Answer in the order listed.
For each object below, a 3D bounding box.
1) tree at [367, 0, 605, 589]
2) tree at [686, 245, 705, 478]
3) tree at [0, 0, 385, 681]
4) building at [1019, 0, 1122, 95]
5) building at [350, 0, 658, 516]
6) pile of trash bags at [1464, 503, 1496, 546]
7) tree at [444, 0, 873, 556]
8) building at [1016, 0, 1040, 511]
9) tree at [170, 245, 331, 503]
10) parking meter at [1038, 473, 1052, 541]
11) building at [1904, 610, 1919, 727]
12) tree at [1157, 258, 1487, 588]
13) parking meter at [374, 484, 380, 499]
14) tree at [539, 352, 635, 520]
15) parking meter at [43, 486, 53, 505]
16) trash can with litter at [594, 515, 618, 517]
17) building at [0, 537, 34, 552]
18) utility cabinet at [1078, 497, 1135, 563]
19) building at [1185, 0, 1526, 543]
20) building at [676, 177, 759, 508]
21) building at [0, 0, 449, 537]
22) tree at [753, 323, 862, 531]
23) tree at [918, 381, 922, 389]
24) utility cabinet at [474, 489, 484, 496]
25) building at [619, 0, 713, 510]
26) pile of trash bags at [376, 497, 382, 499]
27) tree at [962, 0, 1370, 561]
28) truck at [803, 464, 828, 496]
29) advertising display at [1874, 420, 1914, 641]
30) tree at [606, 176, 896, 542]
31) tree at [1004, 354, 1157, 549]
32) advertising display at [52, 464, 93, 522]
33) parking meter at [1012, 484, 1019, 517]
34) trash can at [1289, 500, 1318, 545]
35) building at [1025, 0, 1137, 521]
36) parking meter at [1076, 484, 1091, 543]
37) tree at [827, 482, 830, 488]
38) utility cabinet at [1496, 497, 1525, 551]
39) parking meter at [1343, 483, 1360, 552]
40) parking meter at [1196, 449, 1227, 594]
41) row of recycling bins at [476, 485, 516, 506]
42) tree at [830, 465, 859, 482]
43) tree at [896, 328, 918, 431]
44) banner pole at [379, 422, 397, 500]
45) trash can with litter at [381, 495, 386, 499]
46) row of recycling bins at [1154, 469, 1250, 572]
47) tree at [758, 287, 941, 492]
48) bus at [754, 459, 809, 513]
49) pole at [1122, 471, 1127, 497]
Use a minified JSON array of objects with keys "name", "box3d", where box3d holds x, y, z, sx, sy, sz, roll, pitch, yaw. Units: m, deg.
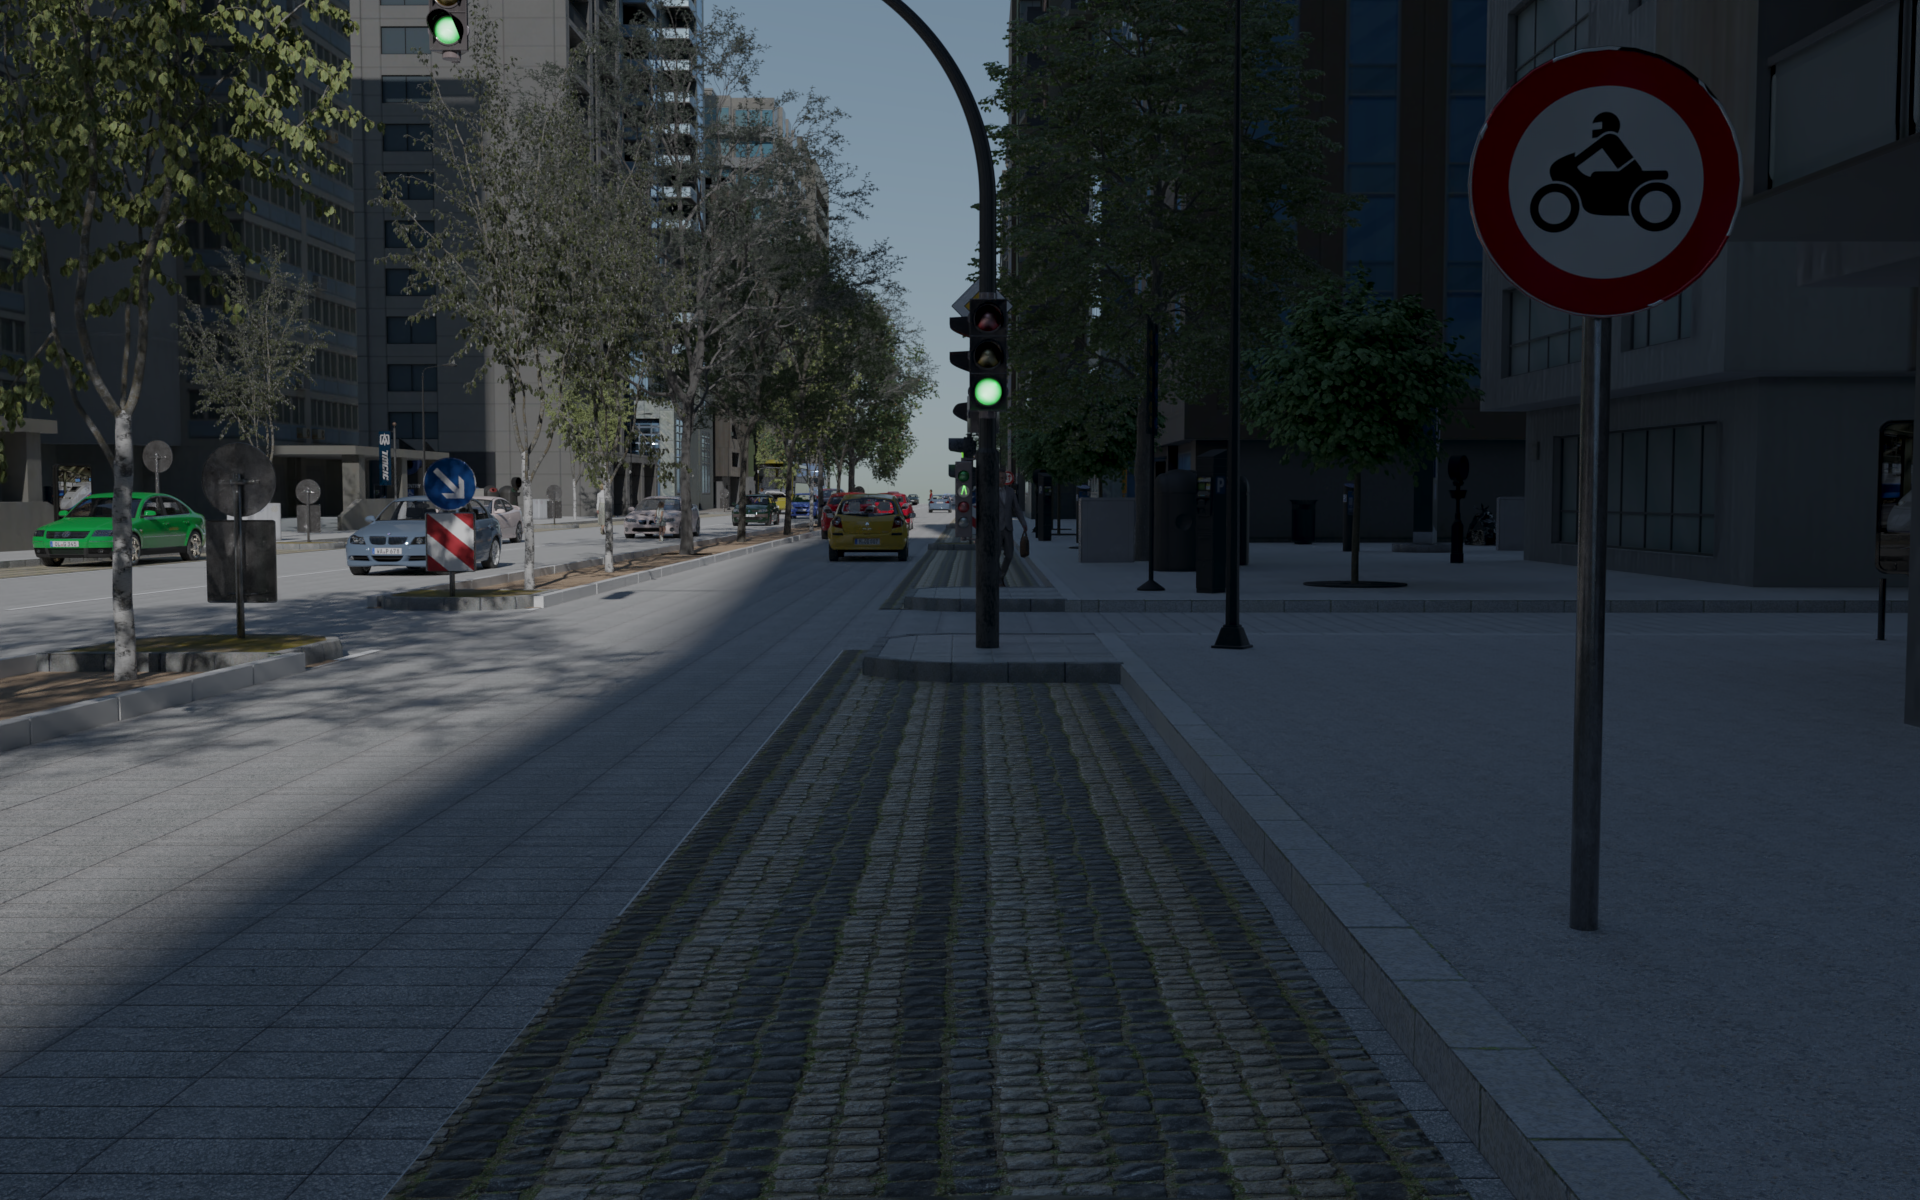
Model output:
[{"name":"tree","box3d":[-6.441,-4.444,25.485,4.360,8.622,3.978,0,3,0]},{"name":"tree","box3d":[-6.380,-4.786,31.078,4.360,8.622,3.978,0,3,0]},{"name":"tree","box3d":[-6.425,-3.695,13.239,4.737,8.622,4.395,0,3,0]},{"name":"building","box3d":[15.120,-28.115,114.299,22.147,44.769,28.867,0,4,0]},{"name":"building","box3d":[-30.092,-40.922,107.331,20.563,71.187,20.611,0,4,0]},{"name":"pile of trash bags","box3d":[14.513,-2.057,43.385,3.447,1.369,1.912,-1,4,-20]},{"name":"tree","box3d":[-6.439,-7.800,40.358,12.009,13.543,11.850,0,3,0]},{"name":"building","box3d":[11.403,-27.667,135.945,14.154,41.232,14.086,0,4,0]},{"name":"tree","box3d":[-20.456,-6.116,50.354,4.360,8.622,3.978,0,3,0]},{"name":"parking meter","box3d":[2.321,-2.544,47.301,0.255,1.863,0.399,-2,4,-23]},{"name":"building","box3d":[10.570,-19.684,5.432,14.154,41.232,14.086,0,4,0]},{"name":"tree","box3d":[5.577,-2.471,24.109,4.285,4.588,4.351,0,3,0]},{"name":"parking meter","box3d":[-32.801,-5.610,97.433,0.255,1.863,0.399,-2,4,-29]},{"name":"tree","box3d":[-19.085,-8.324,86.467,4.737,8.622,4.395,0,3,0]},{"name":"parking meter","box3d":[-28.518,-2.805,54.276,0.372,1.533,0.369,0,3,0]},{"name":"trash can with litter","box3d":[-19.946,-5.247,96.847,1.678,1.210,2.233,1,4,11]},{"name":"building","box3d":[-37.345,-20.940,34.250,32.217,40.220,23.993,0,4,0]},{"name":"utility cabinet","box3d":[2.749,-1.305,32.504,1.020,1.237,0.306,0,4,-7]},{"name":"building","box3d":[12.789,-24.510,50.848,14.600,45.320,14.200,0,4,0]},{"name":"building","box3d":[-26.552,-23.568,157.039,14.160,30.474,14.107,0,4,0]},{"name":"building","box3d":[-37.565,-22.893,66.186,32.217,40.220,23.993,0,4,0]},{"name":"tree","box3d":[-5.692,-6.917,65.918,4.737,8.622,4.395,0,3,0]},{"name":"tree","box3d":[-6.056,-9.036,84.602,8.767,10.594,7.601,0,4,0]},{"name":"utility cabinet","box3d":[-26.159,-5.236,94.290,0.318,1.500,1.173,-3,4,-37]},{"name":"building","box3d":[-30.779,-50.164,132.851,22.319,86.520,31.000,0,4,0]},{"name":"pile of trash bags","box3d":[-28.106,-4.646,85.719,1.912,1.369,3.447,1,4,9]},{"name":"tree","box3d":[3.950,-7.024,32.968,7.486,12.596,7.792,0,3,0]},{"name":"truck","box3d":[-12.869,-10.320,158.484,2.967,4.110,18.799,0,4,0]},{"name":"advertising display","box3d":[8.404,-0.590,14.861,0.974,1.923,0.123,3,5,42]},{"name":"tree","box3d":[-6.500,-6.956,50.600,8.767,10.594,7.601,0,4,0]},{"name":"tree","box3d":[3.274,-3.485,40.693,4.285,4.588,4.351,0,3,0]},{"name":"advertising display","box3d":[-19.177,-1.973,37.474,0.123,1.923,0.974,1,4,18]},{"name":"parking meter","box3d":[3.081,-5.524,96.035,0.255,1.863,0.399,2,4,25]},{"name":"trash can","box3d":[8.748,-1.985,44.109,0.748,1.137,0.748,0,3,0]},{"name":"building","box3d":[14.723,-46.939,80.118,22.319,86.520,31.000,0,4,0]},{"name":"parking meter","box3d":[3.224,-2.254,45.271,0.372,1.533,0.369,0,3,0]},{"name":"tree","box3d":[-17.840,-14.448,230.828,1.663,3.219,1.824,0,3,0]},{"name":"utility cabinet","box3d":[12.720,-1.722,39.309,1.020,1.237,0.306,0,4,4]},{"name":"parking meter","box3d":[8.741,-1.850,38.655,0.372,1.533,0.369,0,3,0]},{"name":"parking meter","box3d":[3.255,-1.023,22.440,0.255,1.863,0.399,3,5,41]},{"name":"row of recycling bins","box3d":[-22.828,-4.621,82.667,3.534,1.692,1.069,-3,5,-44]},{"name":"tree","box3d":[-18.127,-20.244,256.744,9.928,11.665,9.643,0,3,0]},{"name":"tree","box3d":[-6.037,-7.507,59.604,8.767,10.594,7.601,0,4,0]},{"name":"banner pole","box3d":[-19.936,-4.312,60.523,0.863,3.779,0.401,1,4,14]},{"name":"trash can with litter","box3d":[-30.219,-4.914,91.395,1.678,1.210,2.233,0,4,-3]},{"name":"row of recycling bins","box3d":[4.178,-1.406,30.097,1.069,1.692,3.534,2,4,26]},{"name":"tree","box3d":[-5.852,-10.628,93.226,9.611,12.733,9.660,0,3,0]},{"name":"bus","box3d":[-12.729,-8.175,125.210,2.896,3.916,12.252,0,4,0]},{"name":"pole","box3d":[6.222,-4.384,65.514,0.158,3.312,0.155,0,3,0]}]
